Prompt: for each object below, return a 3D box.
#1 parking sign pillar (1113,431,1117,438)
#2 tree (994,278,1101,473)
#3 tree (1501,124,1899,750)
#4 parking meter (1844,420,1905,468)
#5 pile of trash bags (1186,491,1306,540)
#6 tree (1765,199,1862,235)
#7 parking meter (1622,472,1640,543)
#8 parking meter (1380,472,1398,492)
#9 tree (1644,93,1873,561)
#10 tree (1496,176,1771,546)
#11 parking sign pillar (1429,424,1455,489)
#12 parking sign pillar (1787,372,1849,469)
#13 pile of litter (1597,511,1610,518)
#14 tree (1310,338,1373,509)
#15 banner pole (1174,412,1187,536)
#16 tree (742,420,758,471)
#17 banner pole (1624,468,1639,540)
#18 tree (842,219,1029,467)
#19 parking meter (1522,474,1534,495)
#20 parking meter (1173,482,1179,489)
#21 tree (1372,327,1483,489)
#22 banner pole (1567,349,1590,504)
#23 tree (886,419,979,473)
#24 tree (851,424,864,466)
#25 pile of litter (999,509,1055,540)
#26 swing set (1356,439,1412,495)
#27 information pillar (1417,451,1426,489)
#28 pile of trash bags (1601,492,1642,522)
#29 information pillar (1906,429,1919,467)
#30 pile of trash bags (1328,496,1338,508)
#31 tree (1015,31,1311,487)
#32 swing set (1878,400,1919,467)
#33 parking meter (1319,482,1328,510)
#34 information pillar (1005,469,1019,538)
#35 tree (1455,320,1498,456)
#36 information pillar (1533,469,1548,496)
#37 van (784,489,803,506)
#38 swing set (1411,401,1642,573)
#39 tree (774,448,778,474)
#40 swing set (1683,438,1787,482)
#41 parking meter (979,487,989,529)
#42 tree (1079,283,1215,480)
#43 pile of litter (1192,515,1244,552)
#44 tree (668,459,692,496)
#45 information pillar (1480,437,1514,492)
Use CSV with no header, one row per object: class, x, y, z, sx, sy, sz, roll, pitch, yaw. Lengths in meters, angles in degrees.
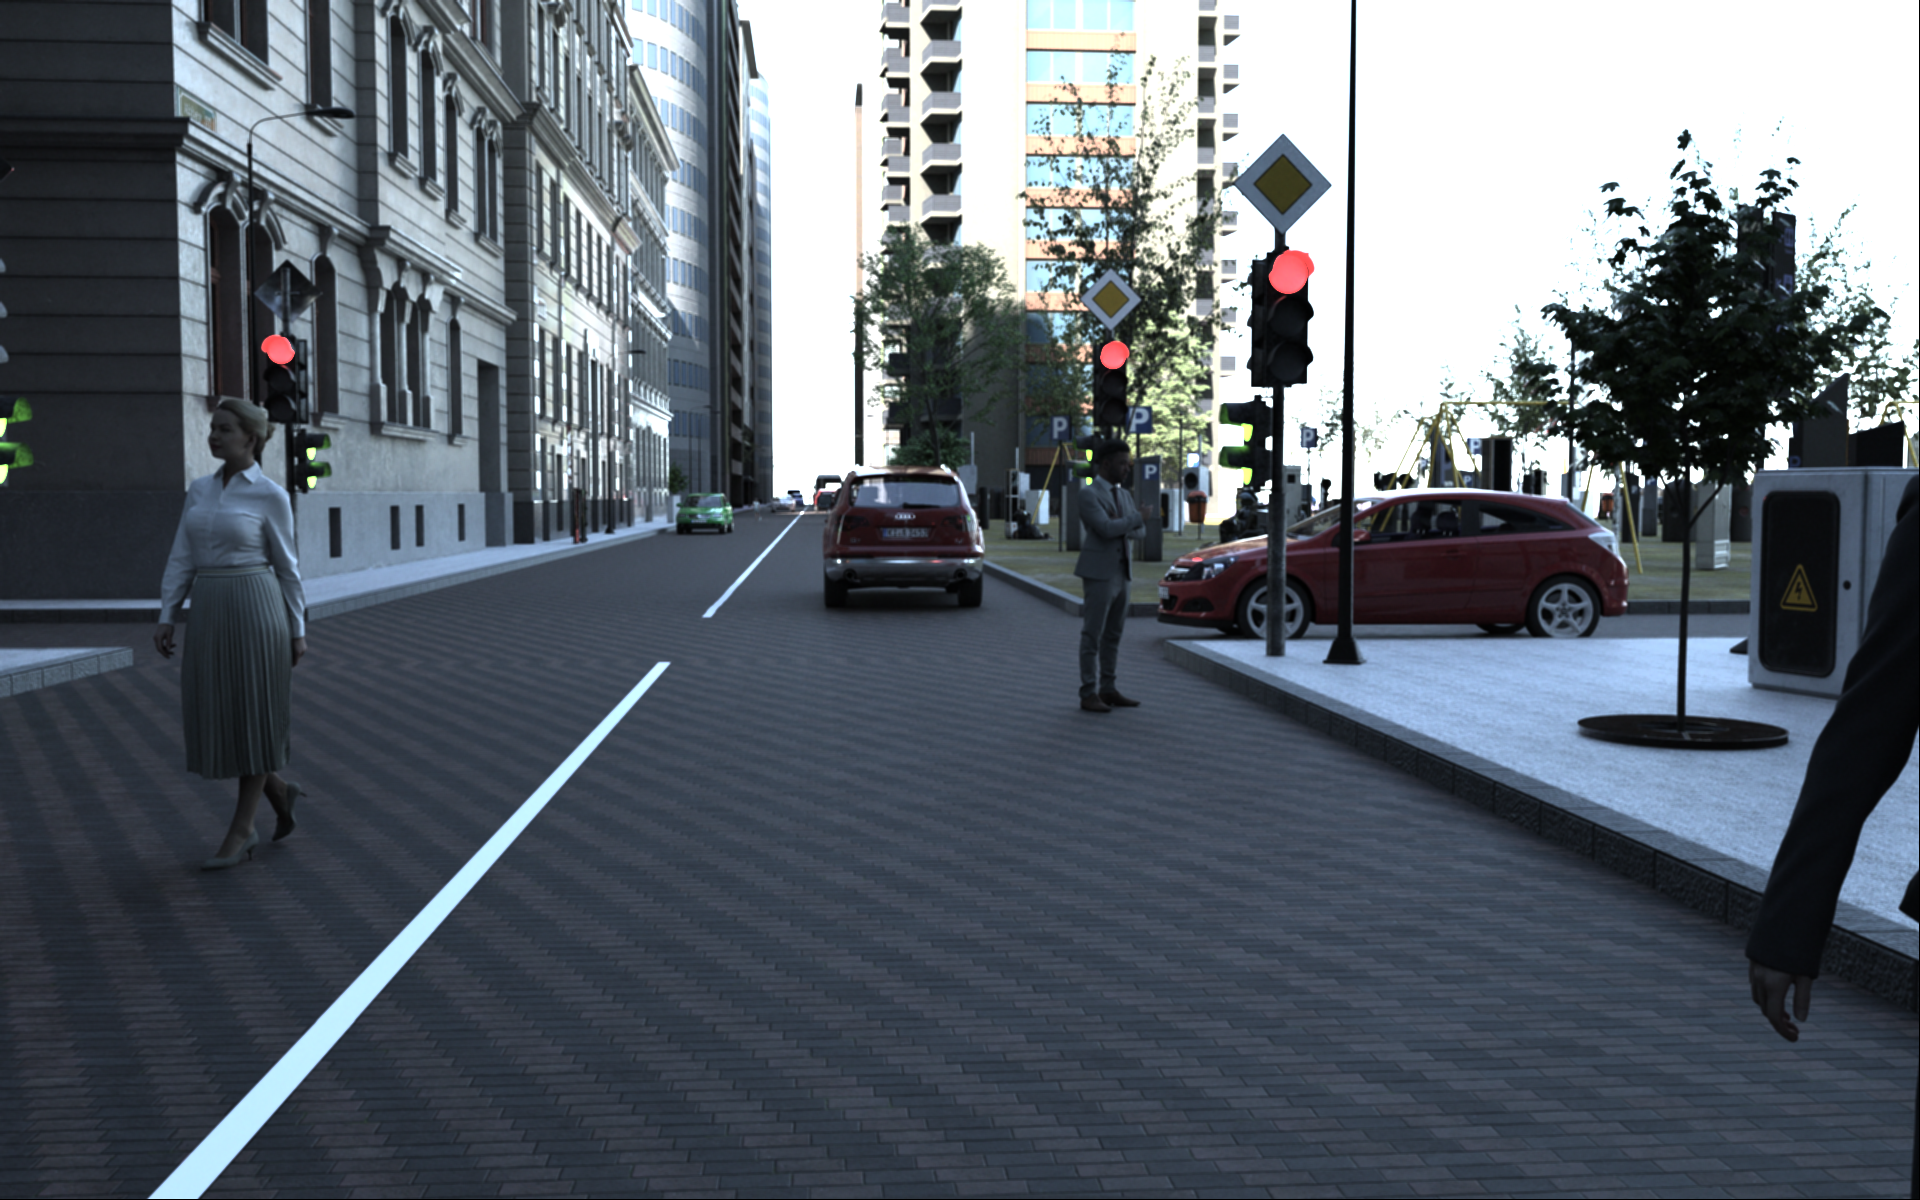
parking sign pillar,6.141,-5.204,73.553,1.447,3.967,1.447,-3,4,-37
tree,3.516,-6.587,58.056,4.737,8.622,4.395,0,3,0
tree,3.842,-0.894,9.223,1.663,3.219,1.824,0,3,0
parking meter,7.274,-0.497,13.832,0.399,1.863,0.255,1,4,13
pile of trash bags,8.106,-2.406,49.097,3.447,1.369,1.912,0,4,-6
tree,20.564,-5.637,42.524,4.737,8.622,4.395,0,3,0
parking meter,17.670,-2.440,45.605,0.399,1.863,0.255,-1,4,-21
parking meter,11.278,-2.437,45.557,0.255,1.863,0.399,-3,4,-37
tree,14.876,-5.050,32.931,4.360,8.622,3.978,0,3,0
tree,15.901,-5.555,41.188,4.737,8.622,4.395,0,3,0
parking sign pillar,18.584,-4.787,66.735,1.447,3.967,1.447,3,5,44
parking sign pillar,18.900,-3.042,38.205,1.447,3.967,1.447,-1,4,-21
pile of litter,34.324,-4.749,91.616,1.719,0.858,1.176,-3,5,-43
tree,17.041,-8.043,81.861,4.360,8.622,3.978,0,3,0
banner pole,6.739,-3.841,52.813,0.401,3.779,0.863,0,4,4
tree,-22.069,-13.481,170.775,4.360,8.622,3.978,0,3,0
banner pole,18.869,-3.594,48.779,0.401,3.779,0.863,0,4,-1
tree,-0.968,-8.607,66.473,9.928,11.665,9.643,0,3,0
parking meter,16.790,-2.784,51.234,0.255,1.863,0.399,2,4,32
parking meter,10.220,-4.640,81.569,0.399,1.863,0.255,2,4,25
tree,21.266,-7.732,76.780,4.360,8.622,3.978,0,3,0
banner pole,8.523,-2.072,23.894,0.401,3.779,0.863,3,5,42
tree,-0.897,-5.595,75.191,4.285,4.588,4.351,0,3,0
tree,-9.335,-14.059,180.231,4.360,8.622,3.978,0,3,0
pile of litter,1.914,-2.154,49.184,1.176,0.858,1.719,-3,5,-39
swing set,9.183,-2.197,33.538,2.862,2.851,3.119,1,4,9
information pillar,25.295,-6.342,95.038,0.504,3.616,0.183,0,4,5
pile of trash bags,30.589,-4.161,77.789,3.447,1.369,1.912,2,4,25
information pillar,34.140,-4.324,62.058,0.504,3.616,0.183,0,4,-8
pile of trash bags,21.357,-5.145,93.868,3.447,1.369,1.912,1,4,12
tree,2.793,-4.794,28.739,4.360,8.622,3.978,0,3,0
swing set,17.042,-1.936,29.278,3.119,2.851,2.862,-1,4,-12
parking meter,18.245,-4.964,86.864,0.399,1.863,0.255,0,4,-4
information pillar,1.530,-2.851,51.099,0.304,2.012,0.304,-2,4,-31
tree,20.833,-6.881,62.865,4.737,8.622,4.395,0,3,0
information pillar,17.257,-2.876,51.517,0.304,2.012,0.304,-3,4,-38
van,-19.868,-12.396,207.060,2.240,2.365,5.245,0,4,-6
swing set,9.656,-1.936,29.274,3.119,2.851,2.862,0,4,-3
tree,-28.508,-18.640,255.121,4.360,8.622,3.978,0,3,0
swing set,22.637,-3.202,49.969,2.862,2.851,3.119,0,4,-5
parking meter,0.873,-3.343,63.072,0.372,1.533,0.369,0,3,0
tree,10.160,-10.731,93.581,7.486,12.596,7.792,0,3,0
pile of litter,5.269,-1.313,35.440,1.176,0.858,1.719,2,4,35
tree,-15.549,-6.141,95.007,1.663,3.219,1.824,0,3,0
information pillar,6.903,-1.090,22.314,0.304,2.012,0.304,-1,4,-9
